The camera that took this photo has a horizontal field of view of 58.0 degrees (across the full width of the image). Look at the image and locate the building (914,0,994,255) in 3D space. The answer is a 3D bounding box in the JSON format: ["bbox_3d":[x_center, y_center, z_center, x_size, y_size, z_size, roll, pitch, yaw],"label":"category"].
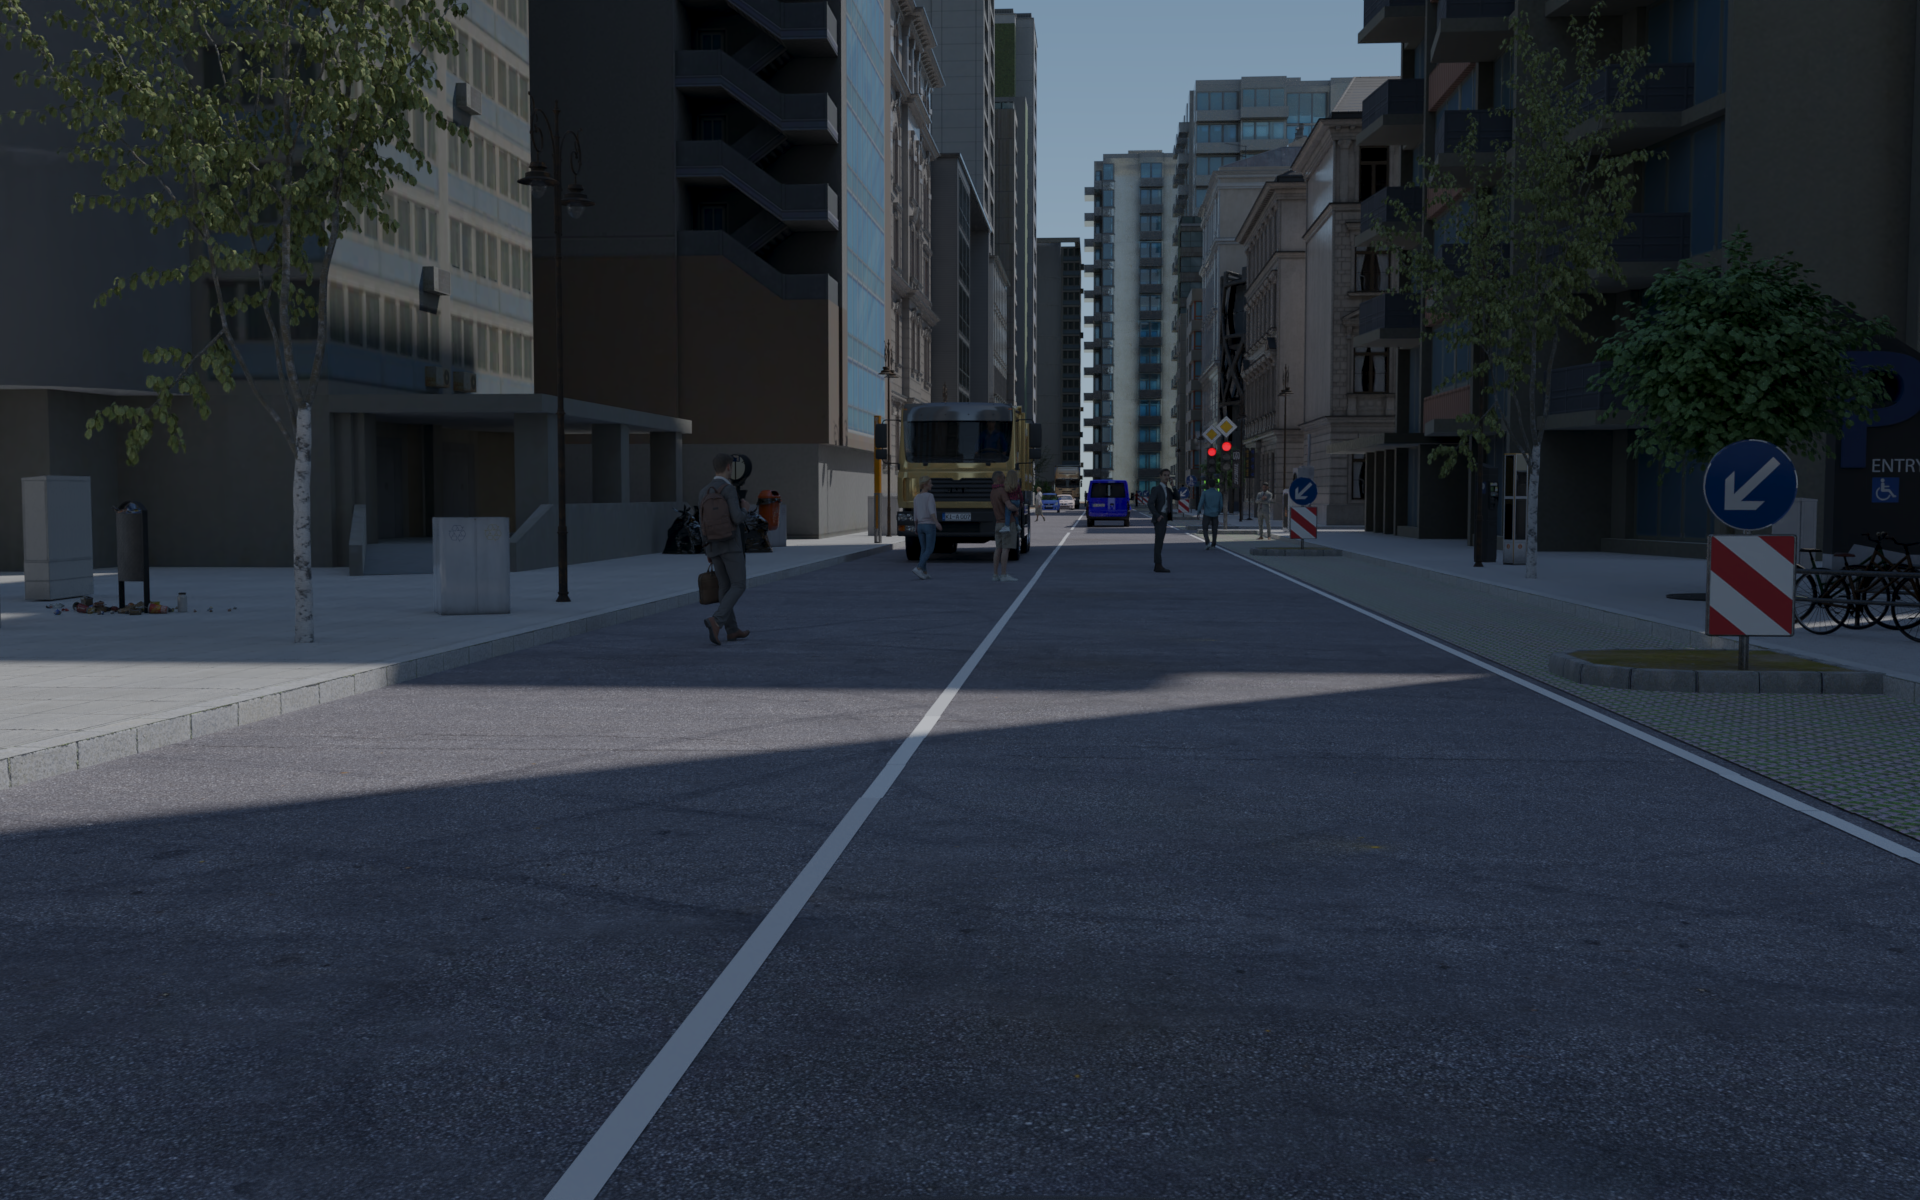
[{"bbox_3d":[-5.164,-43.885,155.765,20.563,71.187,20.611,0,4,5],"label":"building"}]

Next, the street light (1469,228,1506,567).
[{"bbox_3d":[9.143,-3.521,30.360,0.468,5.910,1.993,0,4,5],"label":"street light"}]

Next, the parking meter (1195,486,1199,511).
[{"bbox_3d":[18.266,-7.806,133.346,0.255,1.863,0.399,0,4,-1],"label":"parking meter"}]

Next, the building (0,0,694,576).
[{"bbox_3d":[-22.792,-21.011,35.415,32.217,40.220,23.993,0,4,5],"label":"building"}]

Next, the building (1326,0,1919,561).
[{"bbox_3d":[22.465,-23.864,44.793,22.147,44.769,28.867,0,4,5],"label":"building"}]

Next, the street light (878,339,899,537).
[{"bbox_3d":[-2.131,-4.834,51.829,0.468,5.910,1.993,0,4,5],"label":"street light"}]

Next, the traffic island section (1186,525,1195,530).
[{"bbox_3d":[10.205,-2.937,70.300,2.009,0.180,2.903,0,4,5],"label":"traffic island section"}]

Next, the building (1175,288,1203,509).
[{"bbox_3d":[34.381,-19.209,159.105,27.650,21.520,28.899,0,4,5],"label":"building"}]

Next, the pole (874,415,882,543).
[{"bbox_3d":[-2.138,-3.132,45.048,0.158,3.312,0.155,0,3,0],"label":"pole"}]

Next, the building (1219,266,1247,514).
[{"bbox_3d":[25.813,-15.203,116.022,16.820,18.784,16.811,0,4,5],"label":"building"}]

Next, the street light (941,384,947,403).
[{"bbox_3d":[-0.615,-6.024,71.275,0.468,5.910,1.993,0,4,5],"label":"street light"}]

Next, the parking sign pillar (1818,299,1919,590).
[{"bbox_3d":[12.625,-2.157,23.736,1.447,3.967,1.447,1,4,10],"label":"parking sign pillar"}]

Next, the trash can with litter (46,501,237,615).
[{"bbox_3d":[-9.201,-0.488,19.041,2.233,1.210,1.678,2,4,35],"label":"trash can with litter"}]

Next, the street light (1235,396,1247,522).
[{"bbox_3d":[13.057,-6.582,80.409,0.468,5.910,1.993,0,4,5],"label":"street light"}]

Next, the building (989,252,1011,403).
[{"bbox_3d":[-1.430,-17.478,134.915,9.793,20.994,18.267,0,4,5],"label":"building"}]

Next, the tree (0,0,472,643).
[{"bbox_3d":[-5.845,-3.946,14.883,4.737,8.622,4.395,0,3,0],"label":"tree"}]

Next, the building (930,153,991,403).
[{"bbox_3d":[-6.014,-17.846,110.853,14.314,24.678,30.058,0,4,5],"label":"building"}]

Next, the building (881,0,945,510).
[{"bbox_3d":[-8.573,-18.117,83.610,14.401,28.519,23.554,0,4,5],"label":"building"}]

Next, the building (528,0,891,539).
[{"bbox_3d":[-10.113,-24.783,55.308,14.200,45.320,14.600,0,4,5],"label":"building"}]

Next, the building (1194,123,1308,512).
[{"bbox_3d":[25.551,-21.304,134.228,13.634,28.700,20.117,0,4,5],"label":"building"}]

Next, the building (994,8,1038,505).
[{"bbox_3d":[-4.853,-40.909,210.857,28.212,58.520,21.231,0,4,5],"label":"building"}]

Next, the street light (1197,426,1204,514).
[{"bbox_3d":[15.635,-8.547,112.534,0.468,5.910,1.993,0,4,5],"label":"street light"}]

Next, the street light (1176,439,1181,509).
[{"bbox_3d":[18.170,-10.477,144.084,0.468,5.910,1.993,0,4,5],"label":"street light"}]

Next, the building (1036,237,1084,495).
[{"bbox_3d":[5.529,-33.896,246.074,23.993,40.220,32.217,0,4,5],"label":"building"}]

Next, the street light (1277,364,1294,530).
[{"bbox_3d":[11.575,-5.438,61.701,0.468,5.910,1.993,0,4,5],"label":"street light"}]

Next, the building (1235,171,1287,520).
[{"bbox_3d":[20.721,-13.952,92.743,10.561,19.102,19.286,0,4,5],"label":"building"}]

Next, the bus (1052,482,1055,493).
[{"bbox_3d":[12.156,-12.365,197.035,2.948,3.499,13.247,0,4,5],"label":"bus"}]

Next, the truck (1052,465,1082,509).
[{"bbox_3d":[10.495,-11.008,168.889,2.839,4.237,11.283,0,4,4],"label":"truck"}]

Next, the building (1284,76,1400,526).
[{"bbox_3d":[24.361,-12.808,74.039,19.286,19.102,10.561,0,4,5],"label":"building"}]

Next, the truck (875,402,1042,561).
[{"bbox_3d":[0.229,-2.667,39.536,3.469,3.379,9.791,0,4,4],"label":"truck"}]

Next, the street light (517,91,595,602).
[{"bbox_3d":[-4.725,-2.916,20.457,0.468,5.910,1.993,0,4,5],"label":"street light"}]

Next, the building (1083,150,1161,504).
[{"bbox_3d":[32.456,-37.944,239.995,30.456,49.044,23.786,0,4,5],"label":"building"}]

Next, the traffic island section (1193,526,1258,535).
[{"bbox_3d":[9.569,-2.450,62.340,2.009,0.180,2.903,0,4,5],"label":"traffic island section"}]

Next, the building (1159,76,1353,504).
[{"bbox_3d":[36.258,-35.655,202.572,23.786,49.044,30.456,0,4,5],"label":"building"}]

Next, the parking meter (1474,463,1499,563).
[{"bbox_3d":[9.899,-1.643,32.569,0.255,1.863,0.399,-2,4,-30],"label":"parking meter"}]

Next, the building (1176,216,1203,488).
[{"bbox_3d":[29.714,-25.055,181.349,14.160,30.474,14.107,0,4,5],"label":"building"}]

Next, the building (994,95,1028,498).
[{"bbox_3d":[-0.561,-29.975,173.684,14.154,41.232,14.086,0,4,5],"label":"building"}]
